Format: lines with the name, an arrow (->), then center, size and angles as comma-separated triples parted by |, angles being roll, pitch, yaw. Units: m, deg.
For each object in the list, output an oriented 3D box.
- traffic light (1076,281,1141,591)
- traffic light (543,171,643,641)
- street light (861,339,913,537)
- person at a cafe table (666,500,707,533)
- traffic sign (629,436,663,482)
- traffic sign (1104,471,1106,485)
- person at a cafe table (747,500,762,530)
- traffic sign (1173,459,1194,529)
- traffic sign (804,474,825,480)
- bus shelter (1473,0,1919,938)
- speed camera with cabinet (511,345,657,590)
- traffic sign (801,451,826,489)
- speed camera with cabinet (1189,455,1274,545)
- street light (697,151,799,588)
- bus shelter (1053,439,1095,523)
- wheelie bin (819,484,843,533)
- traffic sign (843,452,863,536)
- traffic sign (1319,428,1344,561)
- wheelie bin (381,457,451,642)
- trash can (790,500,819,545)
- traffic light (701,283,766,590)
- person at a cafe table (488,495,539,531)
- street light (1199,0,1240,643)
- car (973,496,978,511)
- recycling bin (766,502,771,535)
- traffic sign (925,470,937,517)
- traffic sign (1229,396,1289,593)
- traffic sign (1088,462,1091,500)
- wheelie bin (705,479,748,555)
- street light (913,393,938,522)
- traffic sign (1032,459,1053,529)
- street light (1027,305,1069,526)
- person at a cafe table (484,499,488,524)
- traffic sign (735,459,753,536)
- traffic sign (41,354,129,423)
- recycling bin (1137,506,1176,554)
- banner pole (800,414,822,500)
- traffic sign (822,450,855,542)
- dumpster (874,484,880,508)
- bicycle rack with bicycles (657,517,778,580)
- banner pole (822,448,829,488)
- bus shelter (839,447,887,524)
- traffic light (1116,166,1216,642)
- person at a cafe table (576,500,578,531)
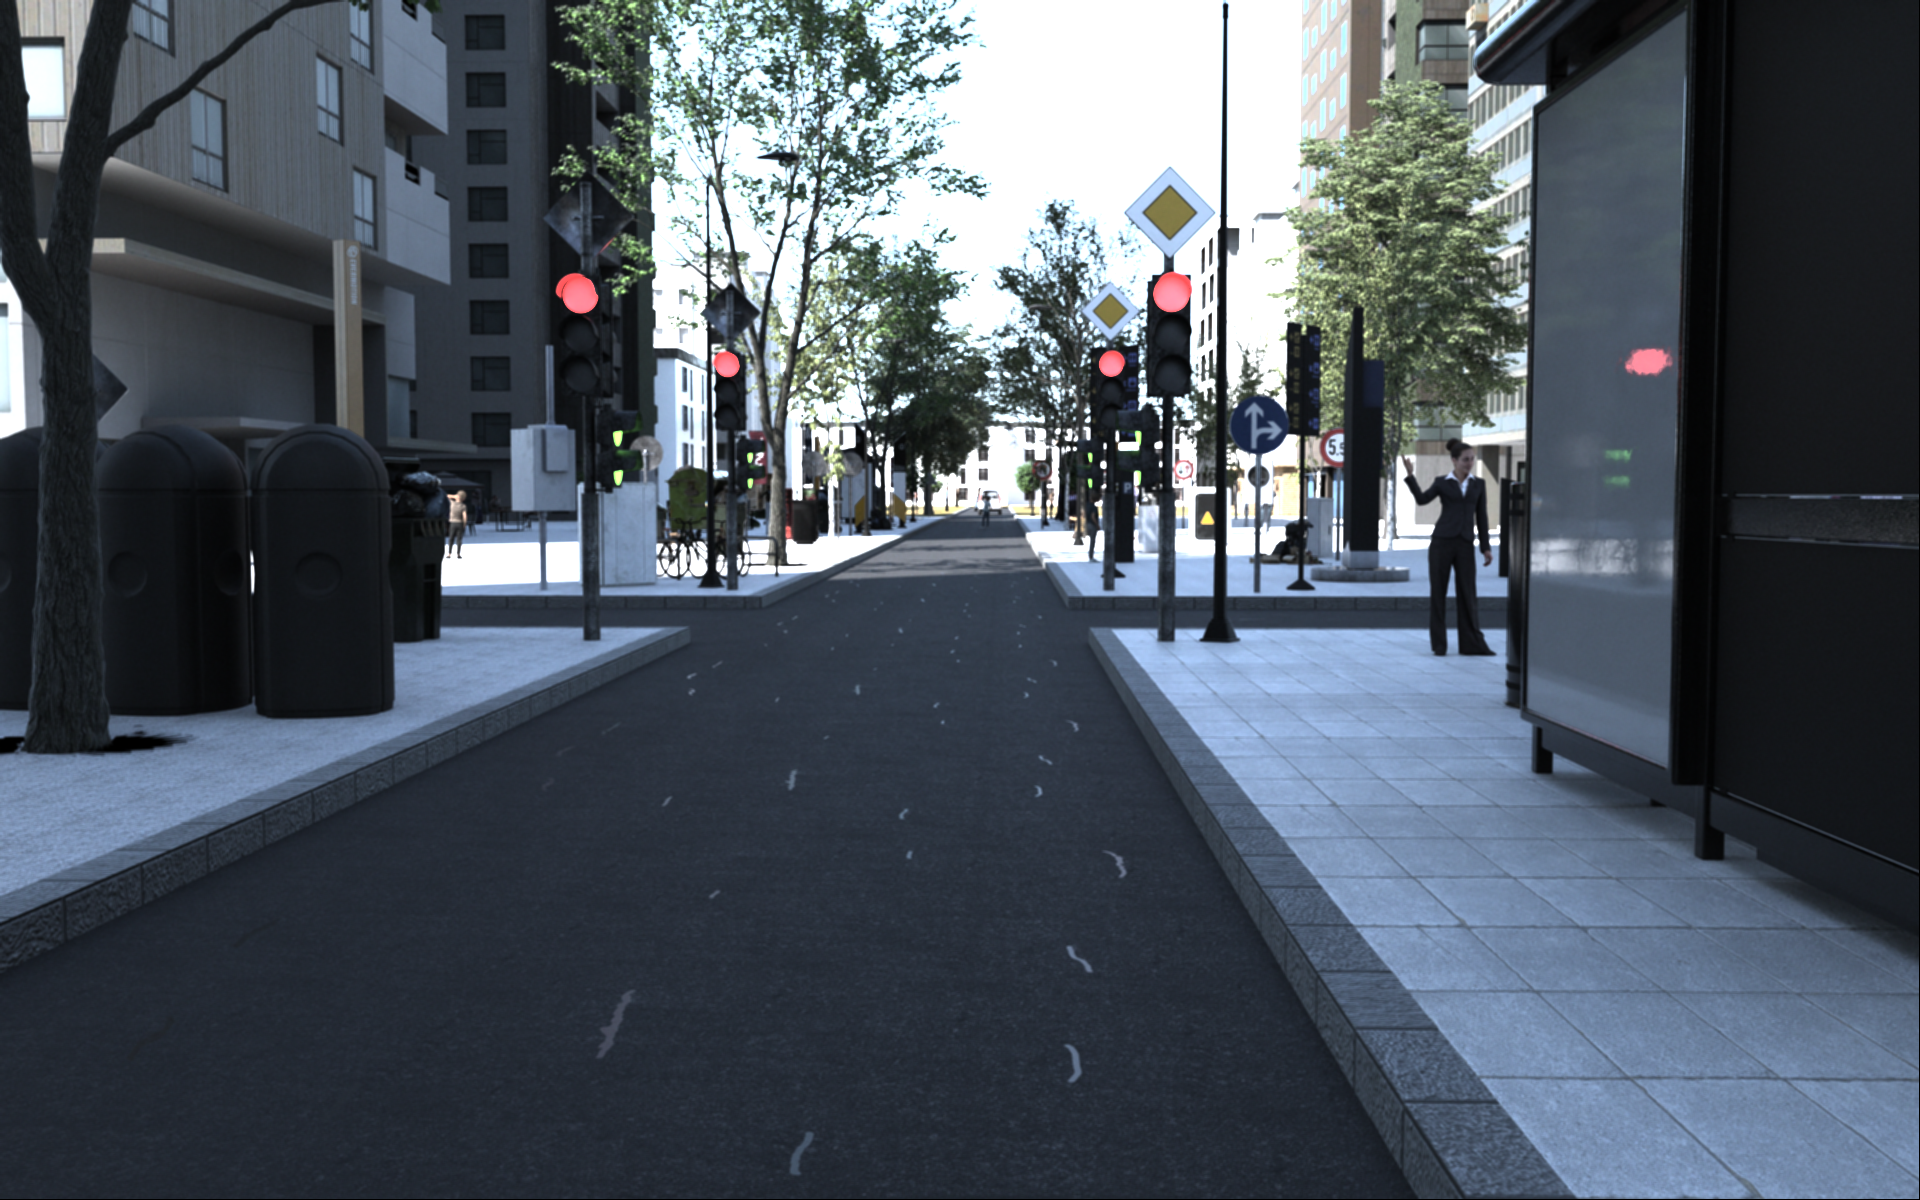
traffic light -> 1.967, -2.084, 22.990 | 0.839, 4.253, 0.868 | 0, 4, 1
traffic light -> -3.218, -1.602, 15.106 | 0.839, 4.253, 0.868 | 0, 4, 1
street light -> -2.258, -4.846, 51.768 | 1.470, 5.913, 1.316 | 0, 4, 1
person at a cafe table -> -9.200, -2.896, 58.204 | 1.698, 1.238, 1.726 | -3, 5, -43
traffic sign -> -6.849, -2.303, 37.758 | 0.768, 2.556, 0.104 | 0, 4, 8
traffic sign -> 7.956, -5.728, 93.757 | 0.768, 2.556, 0.104 | 0, 4, 2
person at a cafe table -> -8.068, -3.192, 63.058 | 1.698, 1.238, 1.726 | 1, 4, 9
traffic sign -> 8.158, -3.858, 63.179 | 0.768, 2.556, 0.104 | 0, 4, 3
traffic sign -> -5.479, -4.020, 65.730 | 0.884, 2.594, 0.081 | 1, 4, 10
bus shelter -> 3.406, -1.759, 6.390 | 2.179, 5.291, 8.768 | 0, 4, 1
speed camera with cabinet -> -5.144, -1.801, 23.783 | 0.660, 3.252, 2.038 | 3, 5, 42
traffic sign -> -4.316, -3.117, 51.074 | 0.768, 2.556, 0.104 | 0, 4, 2
speed camera with cabinet -> 6.796, -2.995, 43.309 | 2.038, 3.252, 0.660 | 1, 4, 16
street light -> -2.885, -3.126, 23.650 | 1.470, 5.913, 1.316 | 0, 4, 1
bus shelter -> 5.075, -5.227, 76.745 | 1.731, 3.624, 6.357 | 0, 4, 1
wheelie bin -> -4.319, -2.998, 56.920 | 0.693, 1.594, 0.980 | 2, 4, 32
traffic sign -> -3.339, -3.220, 52.754 | 0.768, 2.556, 0.104 | 0, 4, 6
traffic sign -> 7.289, -2.033, 33.338 | 0.768, 2.556, 0.104 | 0, 4, 4
wheelie bin -> -4.896, -0.448, 15.227 | 0.693, 1.594, 0.980 | 1, 4, 12
trash can -> -3.943, -1.977, 43.978 | 0.748, 1.137, 0.748 | 0, 3, 0
traffic light -> -3.033, -2.090, 23.089 | 0.839, 4.253, 0.868 | 0, 4, 1
person at a cafe table -> -15.260, -3.015, 60.162 | 1.726, 1.238, 1.698 | 0, 4, -5
street light -> 1.728, -2.595, 14.967 | 1.470, 5.913, 1.316 | 0, 4, 1
car -> 2.071, -8.232, 146.591 | 2.014, 1.417, 4.499 | 0, 3, 0
recycling bin -> -5.764, -2.602, 55.103 | 0.722, 1.027, 0.722 | -1, 4, -19
traffic sign -> -1.688, -5.834, 95.385 | 0.884, 2.594, 0.081 | 0, 4, 5
traffic sign -> 3.876, -1.371, 22.520 | 0.768, 2.556, 0.104 | 0, 4, 6
traffic sign -> 5.187, -4.227, 69.119 | 0.884, 2.594, 0.081 | 0, 4, 3
wheelie bin -> -4.865, -1.741, 36.369 | 0.693, 1.594, 0.980 | 3, 4, 37
street light -> -1.616, -6.536, 79.400 | 1.470, 5.913, 1.316 | 0, 4, 1
traffic sign -> 3.029, -3.879, 63.534 | 0.768, 2.556, 0.104 | 0, 4, 5
street light -> 2.391, -4.287, 42.629 | 1.470, 5.913, 1.316 | 0, 4, 1
person at a cafe table -> -19.253, -3.828, 73.456 | 1.726, 1.238, 1.698 | -1, 4, -11
traffic sign -> -6.269, -3.104, 50.754 | 0.884, 2.594, 0.081 | 0, 4, 3
traffic sign -> -7.728, -0.953, 15.312 | 0.795, 2.593, 0.064 | 0, 4, 4
recycling bin -> 4.269, -1.531, 37.592 | 0.722, 1.027, 0.722 | 0, 4, -5
banner pole -> -4.787, -3.909, 53.922 | 0.401, 3.779, 0.863 | -2, 4, -35
traffic sign -> -3.257, -2.835, 46.362 | 0.884, 2.594, 0.081 | 0, 4, 2
dumpster -> -4.717, -5.120, 89.468 | 1.264, 1.857, 1.865 | 0, 4, 1
bicycle rack with bicycles -> -4.090, -0.822, 26.820 | 2.852, 0.926, 2.925 | -3, 5, -39
banner pole -> -6.529, -5.604, 81.642 | 0.863, 3.779, 0.401 | -2, 4, -27
bus shelter -> -4.440, -5.086, 77.076 | 2.014, 3.302, 5.546 | 0, 4, 2
traffic light -> 1.782, -1.595, 15.007 | 0.839, 4.253, 0.868 | 0, 4, 1
person at a cafe table -> -12.926, -3.087, 61.338 | 1.698, 1.238, 1.726 | 2, 4, 24
